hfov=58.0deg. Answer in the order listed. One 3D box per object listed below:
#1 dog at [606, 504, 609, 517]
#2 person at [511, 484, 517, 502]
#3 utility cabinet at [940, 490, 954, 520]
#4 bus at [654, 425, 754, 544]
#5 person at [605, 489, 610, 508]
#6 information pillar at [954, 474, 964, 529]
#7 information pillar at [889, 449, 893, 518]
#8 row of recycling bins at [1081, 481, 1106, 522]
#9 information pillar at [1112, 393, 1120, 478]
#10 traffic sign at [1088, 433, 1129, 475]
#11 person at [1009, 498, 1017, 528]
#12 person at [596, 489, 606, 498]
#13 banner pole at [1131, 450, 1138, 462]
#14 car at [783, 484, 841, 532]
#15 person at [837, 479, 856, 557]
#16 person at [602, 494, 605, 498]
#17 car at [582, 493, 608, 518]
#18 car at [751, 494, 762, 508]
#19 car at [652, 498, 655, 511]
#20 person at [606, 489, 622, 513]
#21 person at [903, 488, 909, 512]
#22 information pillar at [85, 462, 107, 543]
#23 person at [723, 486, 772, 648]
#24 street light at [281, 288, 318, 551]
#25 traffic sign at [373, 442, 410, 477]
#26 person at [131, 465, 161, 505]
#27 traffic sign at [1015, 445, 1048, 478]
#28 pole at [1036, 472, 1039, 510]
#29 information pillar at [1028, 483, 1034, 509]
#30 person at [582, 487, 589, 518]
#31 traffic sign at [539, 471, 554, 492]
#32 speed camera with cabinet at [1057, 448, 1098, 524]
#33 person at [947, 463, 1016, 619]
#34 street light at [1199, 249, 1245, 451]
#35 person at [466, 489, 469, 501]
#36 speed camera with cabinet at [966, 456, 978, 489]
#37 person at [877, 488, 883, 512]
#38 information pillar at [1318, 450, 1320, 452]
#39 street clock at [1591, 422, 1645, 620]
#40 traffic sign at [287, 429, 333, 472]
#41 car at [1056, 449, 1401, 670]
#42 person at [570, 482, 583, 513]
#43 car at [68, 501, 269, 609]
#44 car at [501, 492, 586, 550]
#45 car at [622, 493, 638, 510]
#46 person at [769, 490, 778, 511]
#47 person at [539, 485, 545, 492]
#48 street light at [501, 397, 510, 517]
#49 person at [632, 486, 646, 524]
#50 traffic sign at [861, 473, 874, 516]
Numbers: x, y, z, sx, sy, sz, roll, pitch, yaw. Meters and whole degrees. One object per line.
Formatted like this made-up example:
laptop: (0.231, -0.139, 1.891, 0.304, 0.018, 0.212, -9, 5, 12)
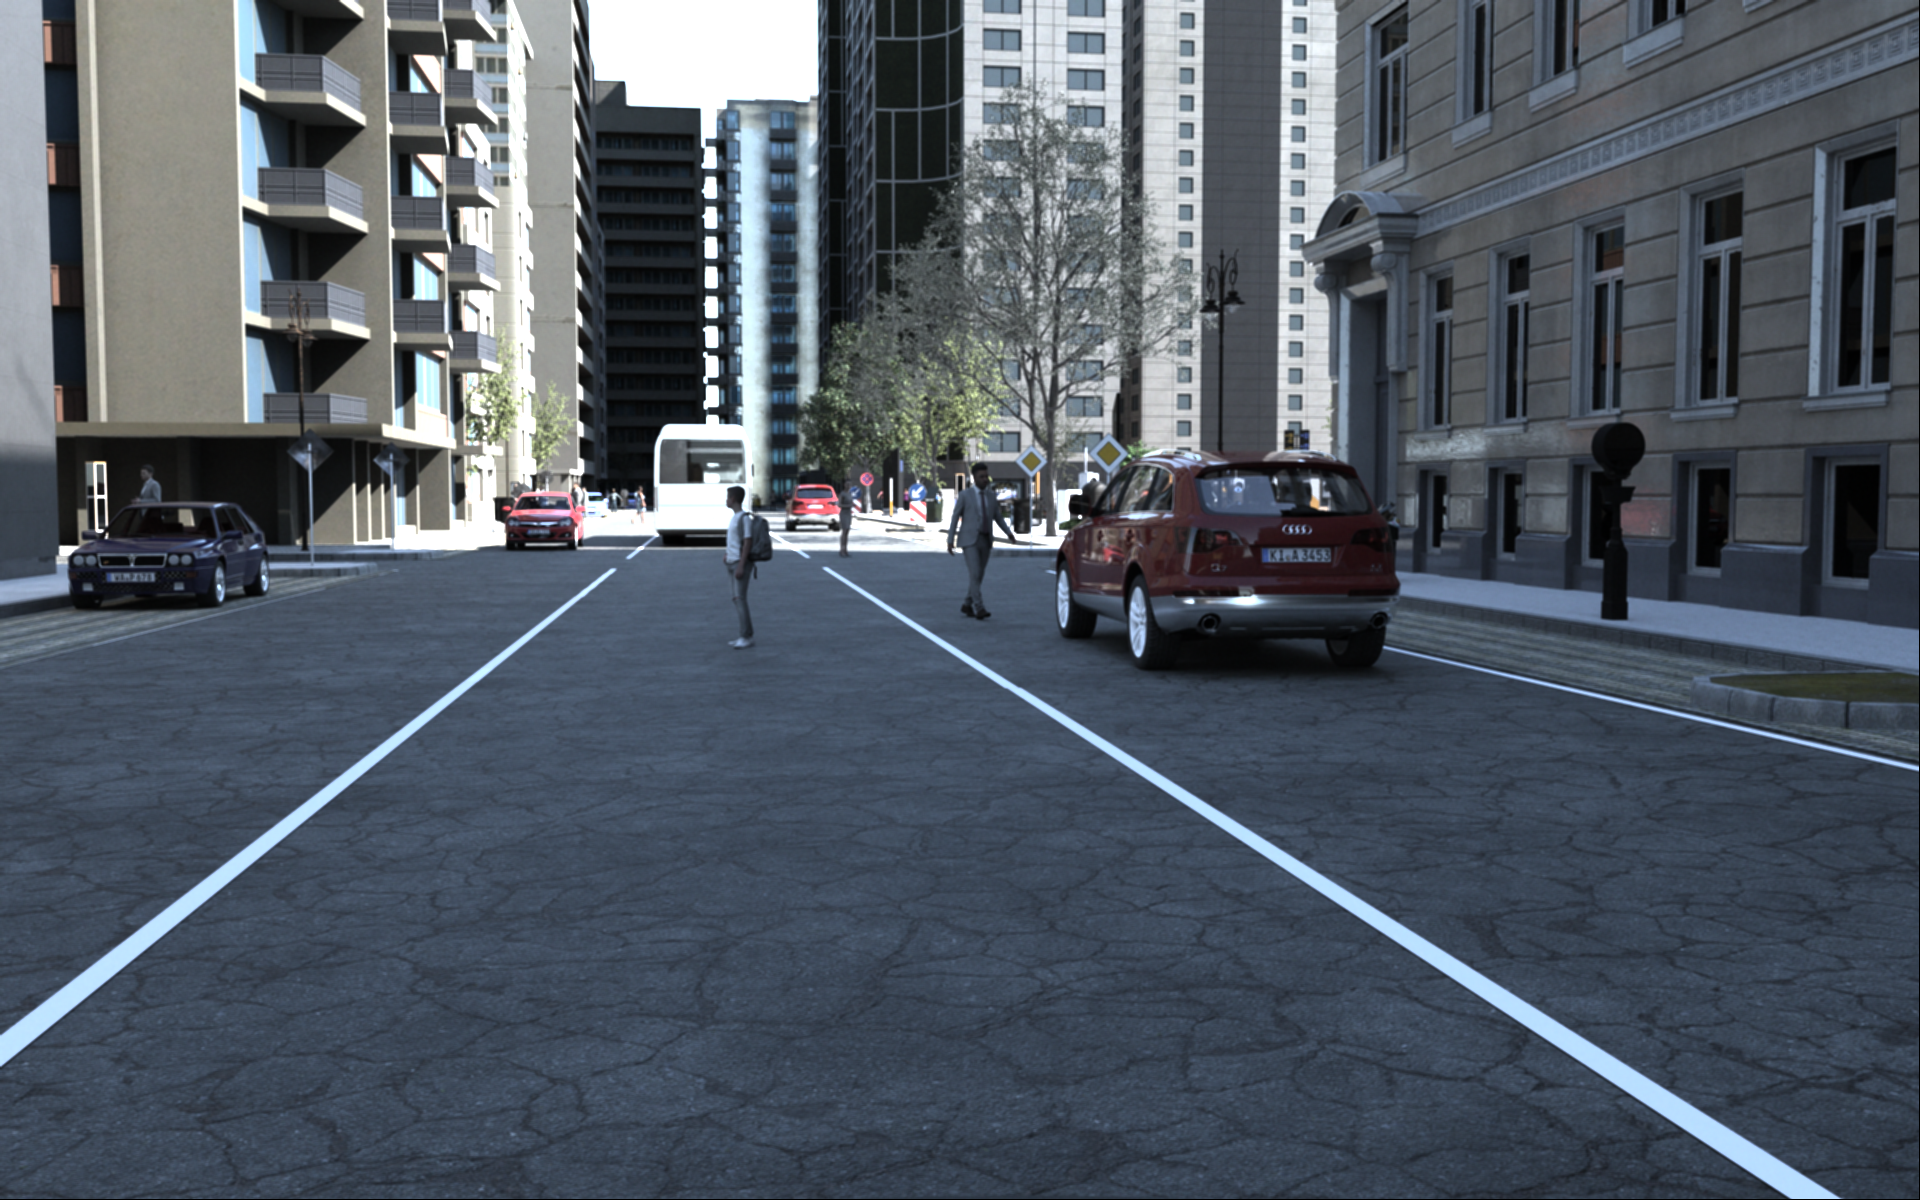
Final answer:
dog: (-22.641, -5.711, 110.211, 0.513, 0.831, 0.800, 1, 4, 23)
person: (-21.651, -4.794, 84.693, 0.520, 1.790, 0.573, -2, 4, -29)
utility cabinet: (-0.612, -4.672, 85.059, 1.173, 1.500, 0.318, 0, 4, -4)
bus: (-7.682, -3.533, 52.617, 2.948, 3.499, 13.247, 0, 4, -7)
person: (-31.980, -9.185, 156.883, 0.621, 1.740, 0.551, -2, 4, -34)
information pillar: (-0.028, -3.613, 63.569, 0.304, 2.012, 0.304, -1, 4, -14)
information pillar: (-3.641, -6.108, 91.214, 0.183, 3.616, 0.504, -1, 4, -9)
row of recycling bins: (5.560, -2.888, 54.328, 3.534, 1.692, 1.069, -1, 4, -12)
information pillar: (3.633, -2.995, 40.318, 0.183, 3.616, 0.504, 0, 4, -7)
traffic sign: (2.848, -1.883, 32.979, 0.795, 2.593, 0.064, -1, 4, -8)
person: (2.260, -3.335, 66.061, 0.738, 1.151, 1.012, 3, 4, 38)
person: (-30.277, -8.473, 145.097, 1.217, 1.766, 0.721, -1, 4, -14)
banner pole: (10.018, -6.677, 99.182, 0.401, 3.779, 0.863, -2, 4, -27)
car: (-5.775, -3.617, 67.810, 2.281, 1.827, 5.304, 0, 4, -7)
person: (-2.588, -1.885, 39.659, 0.374, 1.781, 0.599, 2, 4, 29)
person: (-40.070, -11.161, 194.214, 0.421, 1.427, 0.697, 0, 4, -5)
car: (-21.851, -5.696, 102.715, 1.945, 1.707, 3.694, -1, 4, -9)
car: (-20.840, -10.000, 173.719, 2.015, 1.641, 3.980, 0, 4, -7)
car: (-25.727, -8.656, 150.569, 2.155, 1.783, 4.494, -1, 4, -10)
person: (-25.743, -7.349, 128.736, 1.350, 1.814, 0.705, 0, 4, 2)
person: (-3.966, -7.324, 126.466, 1.217, 1.739, 0.721, 1, 4, 9)
information pillar: (-19.842, -2.160, 39.815, 0.304, 2.012, 0.304, 2, 4, 27)
person: (-2.054, -0.317, 16.287, 0.503, 1.515, 0.523, 3, 4, 37)
street light: (-14.822, -4.051, 39.016, 0.468, 5.910, 1.993, -1, 4, -8)
traffic sign: (-12.743, -2.240, 38.820, 0.795, 2.593, 0.064, -1, 4, -8)
person: (-14.428, -1.493, 30.653, 0.606, 1.804, 0.583, 3, 5, 40)
traffic sign: (1.704, -2.366, 40.882, 0.795, 2.593, 0.064, -1, 4, -8)
pole: (4.525, -6.570, 101.262, 0.158, 3.312, 0.155, 0, 3, 0)
information pillar: (4.618, -6.586, 112.179, 0.304, 2.012, 0.304, 2, 4, 31)
person: (-20.633, -5.302, 95.294, 0.391, 1.810, 0.635, -2, 4, -24)
traffic sign: (-22.480, -5.752, 94.149, 0.768, 2.556, 0.104, 0, 4, -2)
speed camera with cabinet: (4.984, -4.821, 73.156, 2.038, 3.252, 0.660, -3, 5, -45)
person: (0.205, -0.685, 19.969, 0.678, 1.792, 0.850, -2, 4, -31)
street light: (4.949, -3.676, 32.884, 0.468, 5.910, 1.993, -1, 4, -8)
person: (-21.040, -4.121, 73.261, 0.795, 1.843, 0.661, 3, 5, 41)
speed camera with cabinet: (0.350, -5.893, 90.683, 0.660, 3.252, 2.038, -2, 4, -32)
person: (-5.525, -7.271, 125.650, 1.217, 1.743, 0.721, -3, 5, -42)
information pillar: (18.995, -6.196, 92.654, 0.504, 3.616, 0.183, 0, 4, 3)
street clock: (6.695, -0.801, 17.662, 0.471, 2.002, 0.358, -1, 4, -12)
traffic sign: (-11.599, -1.757, 30.917, 0.795, 2.593, 0.064, -1, 4, -8)
car: (2.234, -0.434, 15.772, 2.281, 1.827, 5.304, 0, 4, -8)
person: (-11.688, -2.690, 52.665, 0.473, 1.802, 0.592, 1, 4, 9)
car: (-10.352, -0.626, 22.823, 1.945, 1.354, 3.894, -1, 4, -10)
car: (-10.953, -2.245, 45.745, 2.155, 1.783, 4.494, -1, 4, -9)
car: (-29.863, -9.053, 157.608, 1.945, 1.707, 3.694, -1, 4, -8)
person: (-15.967, -8.549, 148.814, 0.617, 1.759, 0.750, 1, 4, 22)
person: (-17.088, -3.799, 70.793, 0.419, 1.800, 0.721, -2, 4, -24)
street light: (-20.647, -6.494, 78.964, 0.468, 5.910, 1.993, -1, 4, -8)
person: (-15.455, -4.587, 83.591, 0.778, 1.811, 0.616, -3, 5, -44)
traffic sign: (-5.497, -6.259, 102.444, 0.768, 2.556, 0.104, 0, 4, -5)
